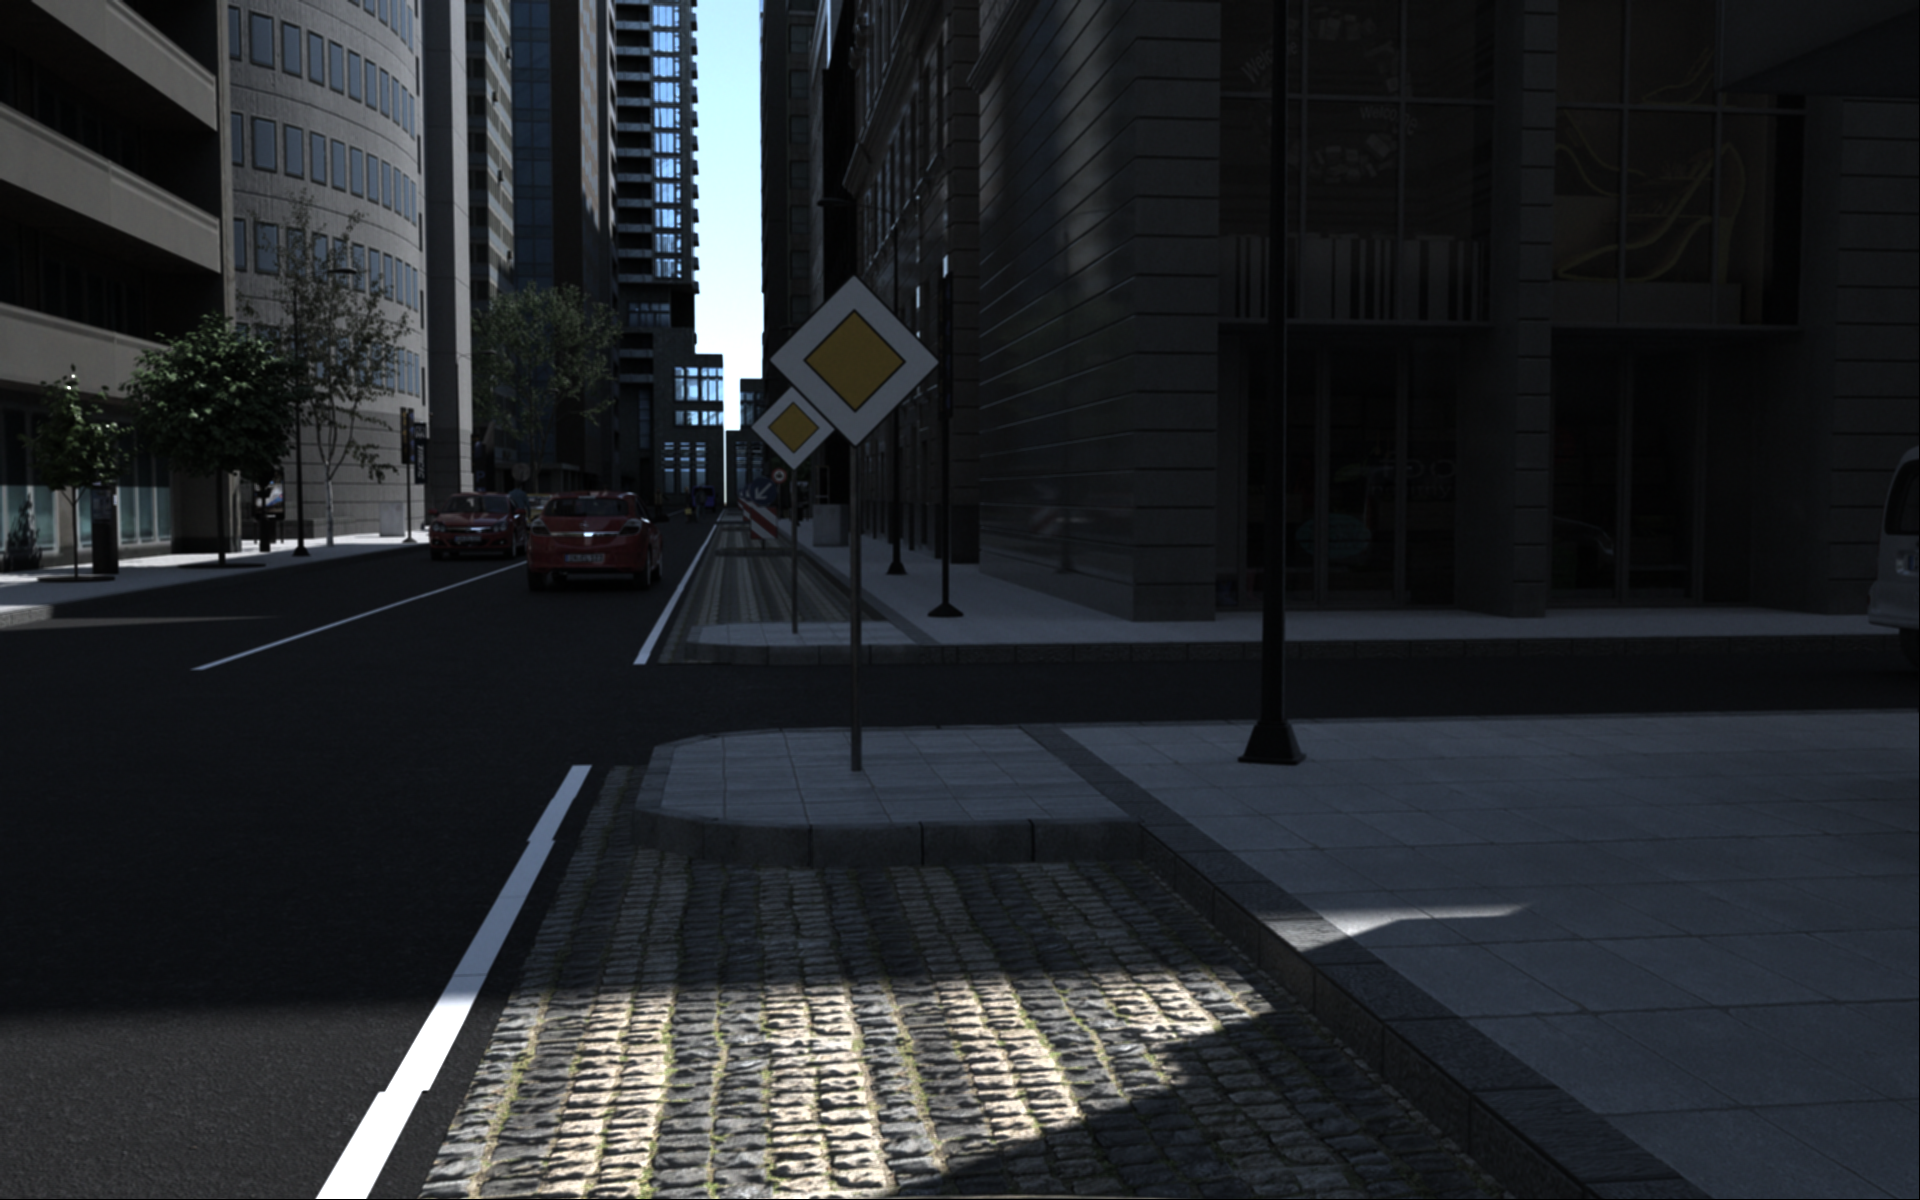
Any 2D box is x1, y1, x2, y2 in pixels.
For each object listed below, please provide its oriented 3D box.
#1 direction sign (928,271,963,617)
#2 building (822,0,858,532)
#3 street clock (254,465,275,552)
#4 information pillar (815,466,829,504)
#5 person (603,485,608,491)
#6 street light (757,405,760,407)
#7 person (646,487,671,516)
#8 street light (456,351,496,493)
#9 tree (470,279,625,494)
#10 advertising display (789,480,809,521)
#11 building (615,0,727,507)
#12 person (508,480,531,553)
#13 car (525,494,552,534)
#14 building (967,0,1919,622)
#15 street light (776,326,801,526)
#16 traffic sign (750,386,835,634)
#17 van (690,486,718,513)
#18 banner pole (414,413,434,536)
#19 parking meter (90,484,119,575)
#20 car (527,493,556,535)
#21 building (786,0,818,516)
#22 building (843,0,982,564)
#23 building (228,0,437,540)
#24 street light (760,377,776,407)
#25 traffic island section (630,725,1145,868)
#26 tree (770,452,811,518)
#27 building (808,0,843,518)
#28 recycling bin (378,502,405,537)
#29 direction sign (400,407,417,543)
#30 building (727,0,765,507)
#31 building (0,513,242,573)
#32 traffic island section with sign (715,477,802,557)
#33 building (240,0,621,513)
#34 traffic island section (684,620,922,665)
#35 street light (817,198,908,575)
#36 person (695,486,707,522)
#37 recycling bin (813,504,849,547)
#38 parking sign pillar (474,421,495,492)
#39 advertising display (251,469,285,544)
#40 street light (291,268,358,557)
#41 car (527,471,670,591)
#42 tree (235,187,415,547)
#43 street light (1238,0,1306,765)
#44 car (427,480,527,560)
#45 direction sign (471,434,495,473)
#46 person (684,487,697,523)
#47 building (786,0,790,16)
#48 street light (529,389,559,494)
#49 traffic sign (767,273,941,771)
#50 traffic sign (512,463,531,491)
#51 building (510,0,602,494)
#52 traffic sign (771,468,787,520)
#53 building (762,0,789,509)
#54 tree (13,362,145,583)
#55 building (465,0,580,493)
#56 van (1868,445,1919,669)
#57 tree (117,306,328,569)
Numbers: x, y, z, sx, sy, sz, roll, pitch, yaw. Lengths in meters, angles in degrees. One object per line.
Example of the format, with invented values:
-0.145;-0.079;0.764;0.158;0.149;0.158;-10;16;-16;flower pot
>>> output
-0.152;-1.597;18.105;0.379;3.537;0.876;-1;4;-9;direction sign
1.505;-14.339;64.120;12.332;23.373;15.834;0;4;-7;building
-15.393;-2.063;38.293;0.471;2.002;0.358;-2;4;-34;street clock
-3.602;-2.498;45.335;0.304;2.012;0.304;-1;4;-17;information pillar
-15.157;-4.057;74.739;0.836;1.842;0.656;-1;4;-10;person
-9.823;-7.189;90.087;1.470;5.913;1.316;0;4;-7;street light
-16.786;-5.370;96.401;1.348;1.812;0.705;-1;4;-11;person
-15.713;-5.115;56.179;1.470;5.913;1.316;0;4;-7;street light
-20.229;-9.605;82.803;9.928;11.665;9.643;0;3;0;tree
-7.624;-4.691;81.915;0.974;1.923;0.123;-2;4;-24;advertising display
-40.643;-53.124;181.244;31.000;86.520;22.319;0;4;-7;building
-10.720;-2.027;41.981;0.601;1.785;0.444;0;4;-6;person
-13.952;-2.836;56.585;2.015;1.641;3.980;0;4;-7;car
15.633;-15.058;23.686;29.804;29.767;11.434;0;4;-7;building
-4.277;-4.621;48.094;1.470;5.913;1.316;0;4;-7;street light
-1.523;-0.749;15.890;0.795;2.450;0.064;0;4;-7;traffic sign
-20.144;-8.055;136.085;2.240;2.365;5.245;0;4;-8;van
-16.508;-3.882;53.485;0.401;3.779;0.863;3;4;38;banner pole
-13.687;-1.180;27.706;0.372;1.533;0.369;0;3;0;parking meter
-14.572;-3.246;62.120;2.155;1.783;4.494;0;4;-7;car
-3.557;-20.442;105.933;14.160;30.474;14.107;0;4;-7;building
3.846;-15.073;43.700;12.463;27.353;25.104;0;4;-7;building
-29.456;-31.522;57.378;21.231;58.520;28.212;0;4;-7;building
-7.090;-5.906;69.103;1.470;5.913;1.316;0;4;-7;street light
-0.461;0.870;8.052;2.009;0.180;2.903;0;4;-7;traffic island section
-8.826;-6.756;94.181;4.285;4.588;4.351;0;3;0;tree
-0.628;-16.133;81.800;12.078;24.808;19.932;0;4;-7;building
-17.101;-2.420;52.114;0.722;1.027;0.722;-1;4;-21;recycling bin
-14.508;-3.276;45.554;0.379;3.537;0.876;0;4;3;direction sign
-9.630;-53.337;184.727;31.000;86.520;22.319;0;4;-7;building
-25.111;-24.552;25.125;21.300;48.544;21.600;0;4;-7;building
-4.702;-1.941;40.360;1.989;1.847;2.006;0;4;-7;traffic island section with sign
-44.245;-37.196;150.148;28.212;58.520;21.231;0;4;-7;building
-1.501;0.386;15.970;2.009;0.180;2.903;0;4;-7;traffic island section
-1.550;-3.357;27.436;1.470;5.913;1.316;0;4;-7;street light
-13.305;-4.902;88.627;0.794;1.824;0.713;1;4;17;person
-3.171;-1.835;42.553;0.722;1.027;0.722;1;4;15;recycling bin
-17.419;-4.589;63.505;1.447;3.967;1.447;0;4;-1;parking sign pillar
-17.874;-2.418;44.747;0.123;1.923;0.974;2;4;27;advertising display
-13.061;-3.858;35.625;1.470;5.913;1.316;0;4;-7;street light
-5.689;-1.115;27.277;2.155;1.783;4.494;0;4;-6;car
-15.233;-5.584;41.668;4.360;8.622;3.978;0;3;0;tree
0.970;-2.176;8.113;1.470;5.913;1.316;0;4;-7;street light
-10.853;-1.842;39.160;2.155;1.783;4.494;-1;4;-9;car
-18.022;-4.494;65.480;0.876;3.537;0.379;0;4;1;direction sign
-13.512;-4.771;86.719;0.699;1.804;1.509;1;4;15;person
-1.451;-31.151;128.933;23.786;49.044;30.456;0;4;-7;building
-18.452;-6.372;76.731;1.470;5.913;1.316;0;4;-7;street light
-0.484;-0.265;7.972;0.795;2.450;0.064;0;4;-7;traffic sign
-17.759;-4.282;70.112;0.768;2.556;0.104;0;4;-4;traffic sign
-35.157;-29.503;132.492;14.600;45.320;14.200;0;4;-7;building
-8.790;-5.147;84.265;0.768;2.556;0.104;0;4;-5;traffic sign
-6.756;-32.510;155.237;21.300;48.544;21.600;0;4;-7;building
-13.005;-1.883;25.397;1.663;3.219;1.824;0;3;0;tree
-38.814;-24.879;98.651;32.217;40.220;23.993;0;4;-7;building
9.316;-0.388;13.362;4.112;2.044;2.013;0;4;-7;van
-12.930;-2.857;30.427;4.285;4.588;4.351;0;3;0;tree
